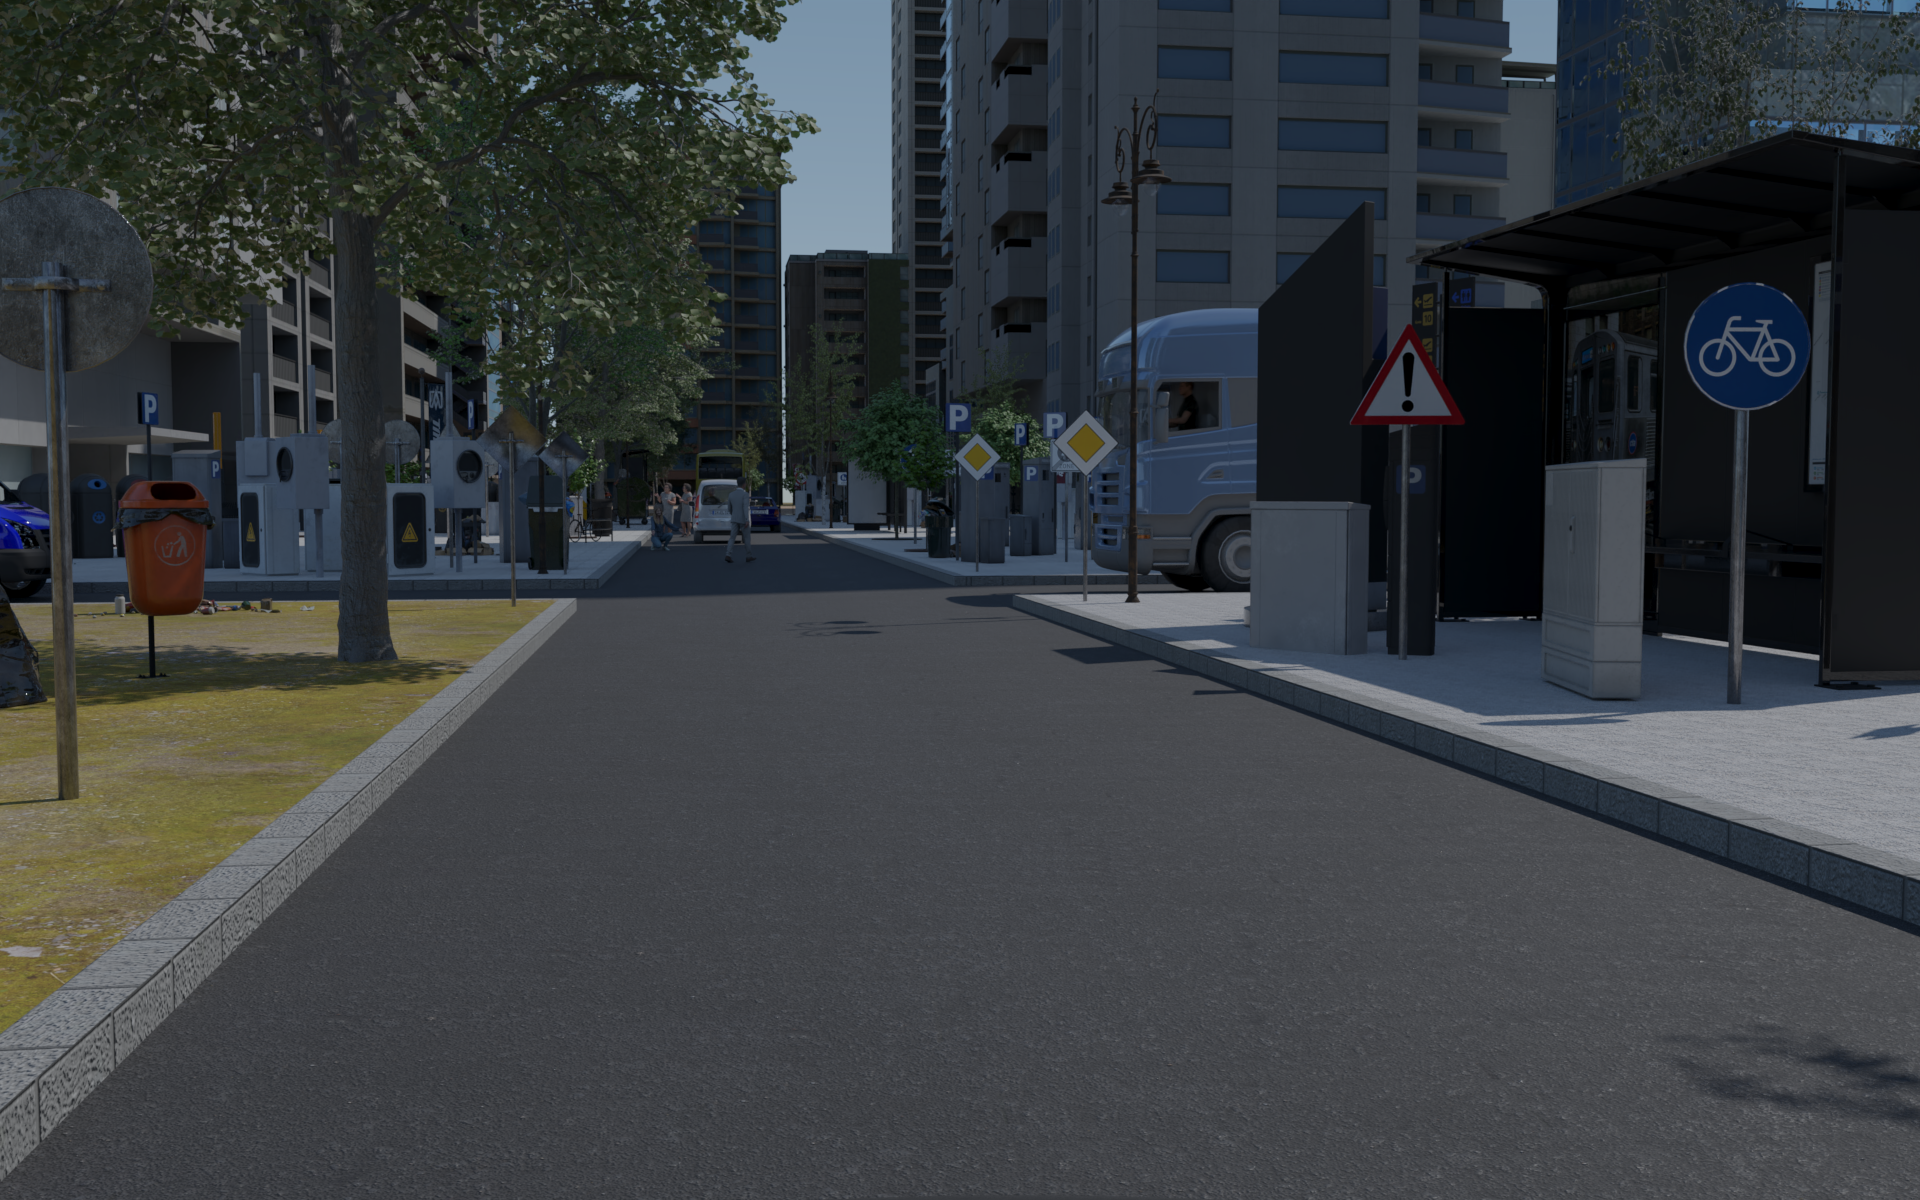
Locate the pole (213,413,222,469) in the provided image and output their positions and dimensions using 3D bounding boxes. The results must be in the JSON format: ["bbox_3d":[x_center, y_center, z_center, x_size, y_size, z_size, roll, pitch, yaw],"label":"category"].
[{"bbox_3d":[-18.594,-3.032,43.419,0.158,3.312,0.155,0,3,0],"label":"pole"}]

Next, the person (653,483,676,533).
[{"bbox_3d":[-9.151,-2.728,53.458,0.716,1.782,0.532,1,4,13],"label":"person"}]

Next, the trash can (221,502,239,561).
[{"bbox_3d":[-13.342,-1.245,32.017,0.748,1.137,0.748,0,3,0],"label":"trash can"}]

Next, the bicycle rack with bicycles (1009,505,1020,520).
[{"bbox_3d":[3.663,-4.033,79.319,2.925,0.926,2.852,0,4,0],"label":"bicycle rack with bicycles"}]

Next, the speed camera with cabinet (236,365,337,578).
[{"bbox_3d":[-10.566,-1.997,26.991,2.038,3.252,0.660,3,5,44],"label":"speed camera with cabinet"}]

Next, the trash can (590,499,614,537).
[{"bbox_3d":[-10.801,-2.483,52.251,0.748,1.137,0.748,0,3,0],"label":"trash can"}]

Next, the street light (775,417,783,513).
[{"bbox_3d":[-10.676,-7.933,102.494,0.468,5.910,1.993,-1,4,-9],"label":"street light"}]

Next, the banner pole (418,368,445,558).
[{"bbox_3d":[-10.552,-2.726,34.591,0.401,3.779,0.863,2,4,26],"label":"banner pole"}]

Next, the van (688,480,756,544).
[{"bbox_3d":[-7.082,-2.725,51.557,2.013,2.044,4.112,0,4,-7],"label":"van"}]

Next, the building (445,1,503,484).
[{"bbox_3d":[-48.394,-30.694,151.955,14.200,45.320,14.600,-1,4,-9],"label":"building"}]

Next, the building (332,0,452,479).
[{"bbox_3d":[-44.553,-29.650,108.473,21.300,48.544,21.600,-1,4,-9],"label":"building"}]

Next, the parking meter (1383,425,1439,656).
[{"bbox_3d":[3.598,-0.497,13.844,0.399,1.863,0.255,1,4,22],"label":"parking meter"}]

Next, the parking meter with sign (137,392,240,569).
[{"bbox_3d":[-13.139,-2.053,29.825,1.738,3.016,0.543,0,4,2],"label":"parking meter with sign"}]

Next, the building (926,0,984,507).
[{"bbox_3d":[6.626,-51.268,150.902,22.319,86.520,31.000,-1,4,-9],"label":"building"}]

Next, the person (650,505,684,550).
[{"bbox_3d":[-7.499,-1.833,43.973,1.012,1.151,0.738,-2,4,-33],"label":"person"}]

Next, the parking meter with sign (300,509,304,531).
[{"bbox_3d":[-23.285,-3.892,59.894,0.543,3.016,1.738,3,5,42],"label":"parking meter with sign"}]

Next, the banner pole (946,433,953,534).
[{"bbox_3d":[-0.649,-4.034,55.980,0.863,3.779,0.401,-1,4,-10],"label":"banner pole"}]

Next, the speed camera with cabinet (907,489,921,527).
[{"bbox_3d":[-1.939,-4.549,68.713,0.660,3.252,2.038,0,4,6],"label":"speed camera with cabinet"}]

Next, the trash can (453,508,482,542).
[{"bbox_3d":[-11.083,-1.671,38.977,0.748,1.137,0.748,0,3,0],"label":"trash can"}]

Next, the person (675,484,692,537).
[{"bbox_3d":[-9.183,-2.970,57.418,0.532,1.782,0.716,-2,4,-34],"label":"person"}]

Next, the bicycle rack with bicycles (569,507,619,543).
[{"bbox_3d":[-10.670,-2.014,46.315,2.852,0.926,2.925,1,4,12],"label":"bicycle rack with bicycles"}]

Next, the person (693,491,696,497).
[{"bbox_3d":[-24.100,-9.104,158.019,0.621,1.740,0.551,3,5,40],"label":"person"}]

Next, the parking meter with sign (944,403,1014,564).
[{"bbox_3d":[0.319,-2.222,32.591,0.543,3.016,1.738,-2,4,-26],"label":"parking meter with sign"}]

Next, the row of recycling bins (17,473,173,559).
[{"bbox_3d":[-17.082,-1.702,34.939,1.069,1.692,3.534,3,5,42],"label":"row of recycling bins"}]

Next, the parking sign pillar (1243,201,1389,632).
[{"bbox_3d":[3.477,-1.723,16.649,1.447,3.967,1.447,-3,4,-38],"label":"parking sign pillar"}]

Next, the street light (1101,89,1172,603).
[{"bbox_3d":[2.043,-2.907,20.324,0.468,5.910,1.993,-1,4,-9],"label":"street light"}]

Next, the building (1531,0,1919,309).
[{"bbox_3d":[34.657,-45.474,56.167,31.000,86.520,22.319,-1,4,-9],"label":"building"}]

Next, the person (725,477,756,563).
[{"bbox_3d":[-4.626,-1.684,36.313,0.678,1.792,0.850,2,4,31],"label":"person"}]

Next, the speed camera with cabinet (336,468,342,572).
[{"bbox_3d":[-10.805,-2.095,28.596,2.038,3.252,0.660,0,4,-3],"label":"speed camera with cabinet"}]

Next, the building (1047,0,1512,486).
[{"bbox_3d":[15.292,-33.616,91.622,21.231,58.520,28.212,-1,4,-9],"label":"building"}]

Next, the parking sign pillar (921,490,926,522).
[{"bbox_3d":[-1.975,-5.119,72.164,1.447,3.967,1.447,-3,4,-38],"label":"parking sign pillar"}]

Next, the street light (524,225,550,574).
[{"bbox_3d":[-6.705,-3.356,27.663,0.468,5.910,1.993,-1,4,-9],"label":"street light"}]

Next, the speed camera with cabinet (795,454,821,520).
[{"bbox_3d":[-7.443,-5.552,85.107,0.660,3.252,2.038,1,4,18],"label":"speed camera with cabinet"}]

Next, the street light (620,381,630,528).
[{"bbox_3d":[-12.522,-5.650,65.167,0.468,5.910,1.993,-1,4,-9],"label":"street light"}]

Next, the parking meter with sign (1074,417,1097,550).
[{"bbox_3d":[2.953,-2.671,39.940,0.543,3.016,1.738,0,4,-8],"label":"parking meter with sign"}]

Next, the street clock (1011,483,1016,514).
[{"bbox_3d":[3.016,-5.708,97.890,0.358,2.002,0.471,0,4,6],"label":"street clock"}]

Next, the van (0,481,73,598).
[{"bbox_3d":[-14.726,-1.139,23.012,5.245,2.365,2.240,0,4,-7],"label":"van"}]

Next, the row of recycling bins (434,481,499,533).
[{"bbox_3d":[-15.730,-3.018,56.451,3.534,1.692,1.069,2,4,26],"label":"row of recycling bins"}]

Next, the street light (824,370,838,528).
[{"bbox_3d":[-4.819,-5.614,64.572,0.468,5.910,1.993,-1,4,-9],"label":"street light"}]

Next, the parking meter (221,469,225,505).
[{"bbox_3d":[-14.565,-1.716,33.774,0.255,1.863,0.399,2,4,35],"label":"parking meter"}]

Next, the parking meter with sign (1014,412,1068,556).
[{"bbox_3d":[1.621,-2.448,36.283,0.543,3.016,1.738,2,4,30],"label":"parking meter with sign"}]

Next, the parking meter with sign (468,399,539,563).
[{"bbox_3d":[-8.230,-2.207,32.352,1.738,3.016,0.543,-2,4,-27],"label":"parking meter with sign"}]

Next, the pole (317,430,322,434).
[{"bbox_3d":[-20.295,-3.744,55.055,0.158,3.312,0.155,0,3,0],"label":"pole"}]

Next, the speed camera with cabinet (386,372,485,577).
[{"bbox_3d":[-8.501,-2.029,27.517,0.660,3.252,2.038,2,4,32],"label":"speed camera with cabinet"}]

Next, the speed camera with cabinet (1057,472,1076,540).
[{"bbox_3d":[2.997,-3.354,49.180,0.660,3.252,2.038,1,4,19],"label":"speed camera with cabinet"}]

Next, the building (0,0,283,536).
[{"bbox_3d":[-37.993,-28.410,53.742,28.713,52.752,27.495,-1,4,-9],"label":"building"}]
